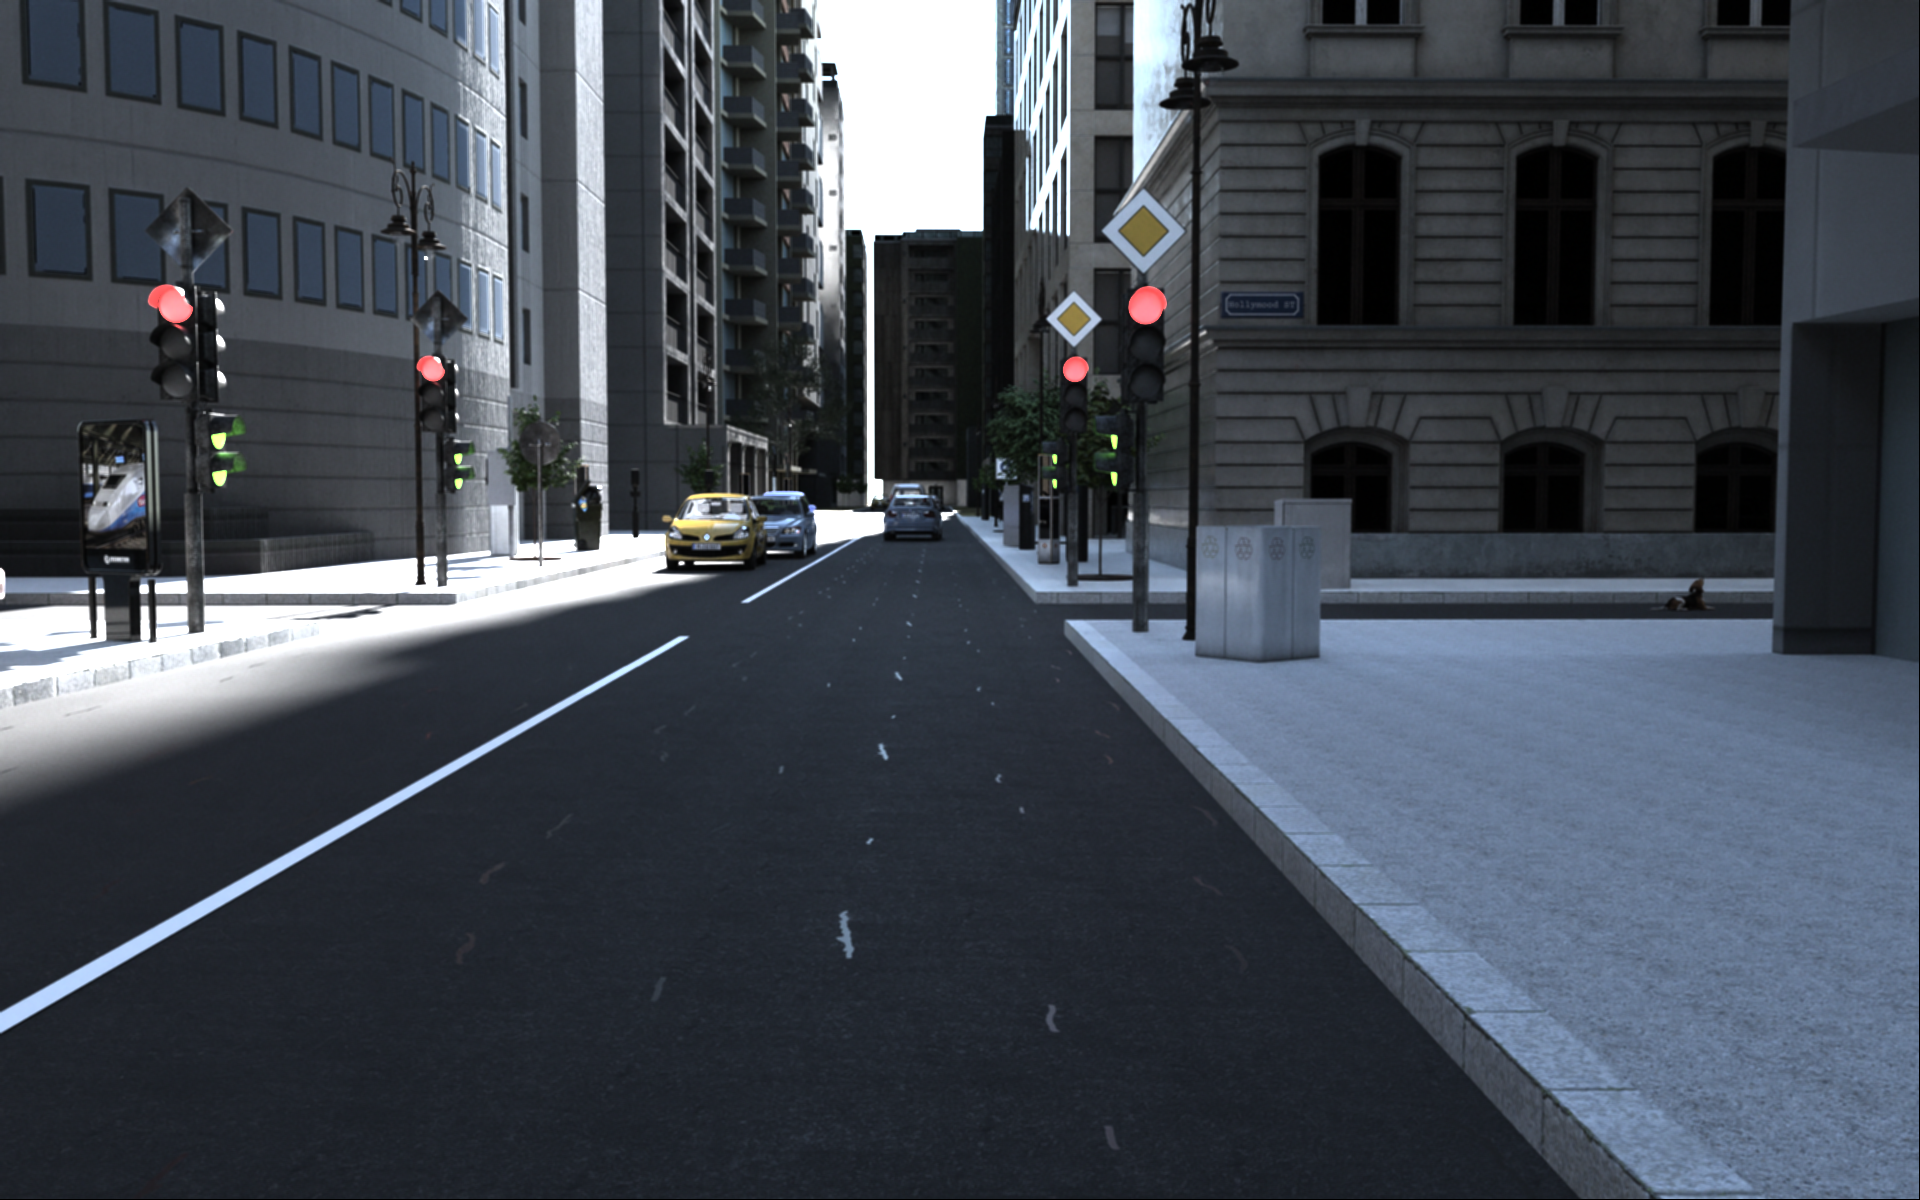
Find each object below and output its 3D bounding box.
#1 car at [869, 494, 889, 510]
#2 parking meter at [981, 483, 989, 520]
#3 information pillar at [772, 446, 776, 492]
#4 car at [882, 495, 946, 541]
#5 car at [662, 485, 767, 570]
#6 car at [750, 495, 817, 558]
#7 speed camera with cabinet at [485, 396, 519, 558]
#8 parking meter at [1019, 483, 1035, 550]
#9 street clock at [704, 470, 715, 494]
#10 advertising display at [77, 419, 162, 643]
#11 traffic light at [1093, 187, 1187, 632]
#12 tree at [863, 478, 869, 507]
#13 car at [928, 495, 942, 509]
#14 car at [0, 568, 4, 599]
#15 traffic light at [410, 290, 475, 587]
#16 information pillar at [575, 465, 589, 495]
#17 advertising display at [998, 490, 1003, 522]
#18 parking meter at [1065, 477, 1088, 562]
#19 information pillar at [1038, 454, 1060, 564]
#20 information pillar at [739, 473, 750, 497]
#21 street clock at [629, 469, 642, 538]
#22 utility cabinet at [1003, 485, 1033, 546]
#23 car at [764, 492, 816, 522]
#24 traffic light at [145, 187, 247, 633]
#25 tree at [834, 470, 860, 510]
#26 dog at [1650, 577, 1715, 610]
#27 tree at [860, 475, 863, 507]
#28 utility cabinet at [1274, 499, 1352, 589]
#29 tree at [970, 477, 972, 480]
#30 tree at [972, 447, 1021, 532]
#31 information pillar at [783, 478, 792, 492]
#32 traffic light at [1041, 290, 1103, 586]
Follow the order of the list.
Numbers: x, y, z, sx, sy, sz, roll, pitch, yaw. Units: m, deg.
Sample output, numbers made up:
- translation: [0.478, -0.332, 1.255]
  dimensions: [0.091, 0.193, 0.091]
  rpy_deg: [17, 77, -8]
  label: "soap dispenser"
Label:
- translation: [-7.151, -8.913, 155.949]
  dimensions: [2.015, 1.641, 3.980]
  rpy_deg: [0, 4, -1]
  label: "car"
- translation: [1.241, -4.861, 85.182]
  dimensions: [0.255, 1.863, 0.399]
  rpy_deg: [-2, 4, -31]
  label: "parking meter"
- translation: [-9.075, -5.706, 84.643]
  dimensions: [0.183, 3.616, 0.504]
  rpy_deg: [-1, 4, -18]
  label: "information pillar"
- translation: [-1.471, -2.607, 54.633]
  dimensions: [2.014, 1.417, 4.499]
  rpy_deg: [0, 4, 1]
  label: "car"
- translation: [-4.757, -1.455, 34.006]
  dimensions: [2.015, 1.641, 3.980]
  rpy_deg: [0, 4, -2]
  label: "car"
- translation: [-4.306, -1.719, 40.115]
  dimensions: [2.014, 1.417, 4.499]
  rpy_deg: [0, 3, 0]
  label: "car"
- translation: [-9.414, -2.526, 35.634]
  dimensions: [0.660, 3.252, 2.038]
  rpy_deg: [-1, 4, -13]
  label: "speed camera with cabinet"
- translation: [1.556, -1.937, 40.073]
  dimensions: [0.372, 1.533, 0.369]
  rpy_deg: [0, 3, 0]
  label: "parking meter"
- translation: [-7.573, -2.921, 52.329]
  dimensions: [0.358, 2.002, 0.471]
  rpy_deg: [-1, 4, -15]
  label: "street clock"
- translation: [-7.328, -0.605, 15.113]
  dimensions: [0.974, 1.923, 0.123]
  rpy_deg: [2, 4, 31]
  label: "advertising display"
- translation: [1.664, -1.659, 16.043]
  dimensions: [0.839, 4.253, 0.868]
  rpy_deg: [0, 4, -1]
  label: "traffic light"
- translation: [-9.844, -10.972, 173.992]
  dimensions: [1.663, 3.219, 1.824]
  rpy_deg: [0, 3, 0]
  label: "tree"
- translation: [-2.470, -7.607, 136.743]
  dimensions: [2.083, 1.381, 4.827]
  rpy_deg: [0, 4, 0]
  label: "car"
- translation: [-13.812, -0.484, 20.278]
  dimensions: [4.827, 1.381, 2.083]
  rpy_deg: [0, 4, 0]
  label: "car"
- translation: [-7.158, -2.139, 23.889]
  dimensions: [0.839, 4.253, 0.868]
  rpy_deg: [0, 4, -1]
  label: "traffic light"
- translation: [-9.651, -2.431, 44.247]
  dimensions: [0.304, 2.012, 0.304]
  rpy_deg: [0, 4, 1]
  label: "information pillar"
- translation: [2.112, -4.501, 78.802]
  dimensions: [0.123, 1.923, 0.974]
  rpy_deg: [-3, 5, -44]
  label: "advertising display"
- translation: [2.213, -1.663, 32.907]
  dimensions: [0.399, 1.863, 0.255]
  rpy_deg: [3, 4, 38]
  label: "parking meter"
- translation: [1.634, -1.670, 31.789]
  dimensions: [0.304, 2.012, 0.304]
  rpy_deg: [2, 4, 35]
  label: "information pillar"
- translation: [-7.686, -3.501, 61.741]
  dimensions: [0.304, 2.012, 0.304]
  rpy_deg: [-2, 4, -32]
  label: "information pillar"
- translation: [-9.429, -2.798, 50.317]
  dimensions: [0.358, 2.002, 0.471]
  rpy_deg: [-1, 4, -10]
  label: "street clock"
- translation: [1.420, -2.048, 42.159]
  dimensions: [0.318, 1.500, 1.173]
  rpy_deg: [-1, 4, -21]
  label: "utility cabinet"
- translation: [-5.076, -2.458, 49.788]
  dimensions: [1.945, 1.707, 3.694]
  rpy_deg: [0, 4, -1]
  label: "car"
- translation: [-7.046, -1.650, 15.905]
  dimensions: [0.839, 4.253, 0.868]
  rpy_deg: [0, 4, -1]
  label: "traffic light"
- translation: [-9.514, -8.886, 139.890]
  dimensions: [1.663, 3.219, 1.824]
  rpy_deg: [0, 3, 0]
  label: "tree"
- translation: [8.942, -0.076, 21.440]
  dimensions: [0.748, 0.427, 0.550]
  rpy_deg: [2, 4, 25]
  label: "dog"
- translation: [-9.933, -9.923, 156.836]
  dimensions: [1.663, 3.219, 1.824]
  rpy_deg: [0, 3, 0]
  label: "tree"
- translation: [4.774, -0.753, 23.470]
  dimensions: [1.020, 1.237, 0.306]
  rpy_deg: [-1, 4, -15]
  label: "utility cabinet"
- translation: [1.360, -6.859, 106.754]
  dimensions: [1.663, 3.219, 1.824]
  rpy_deg: [0, 3, 0]
  label: "tree"
- translation: [1.656, -3.915, 58.619]
  dimensions: [1.663, 3.219, 1.824]
  rpy_deg: [0, 3, 0]
  label: "tree"
- translation: [-8.022, -4.666, 80.785]
  dimensions: [0.304, 2.012, 0.304]
  rpy_deg: [2, 4, 25]
  label: "information pillar"
- translation: [1.552, -2.147, 24.027]
  dimensions: [0.839, 4.253, 0.868]
  rpy_deg: [0, 4, -1]
  label: "traffic light"
